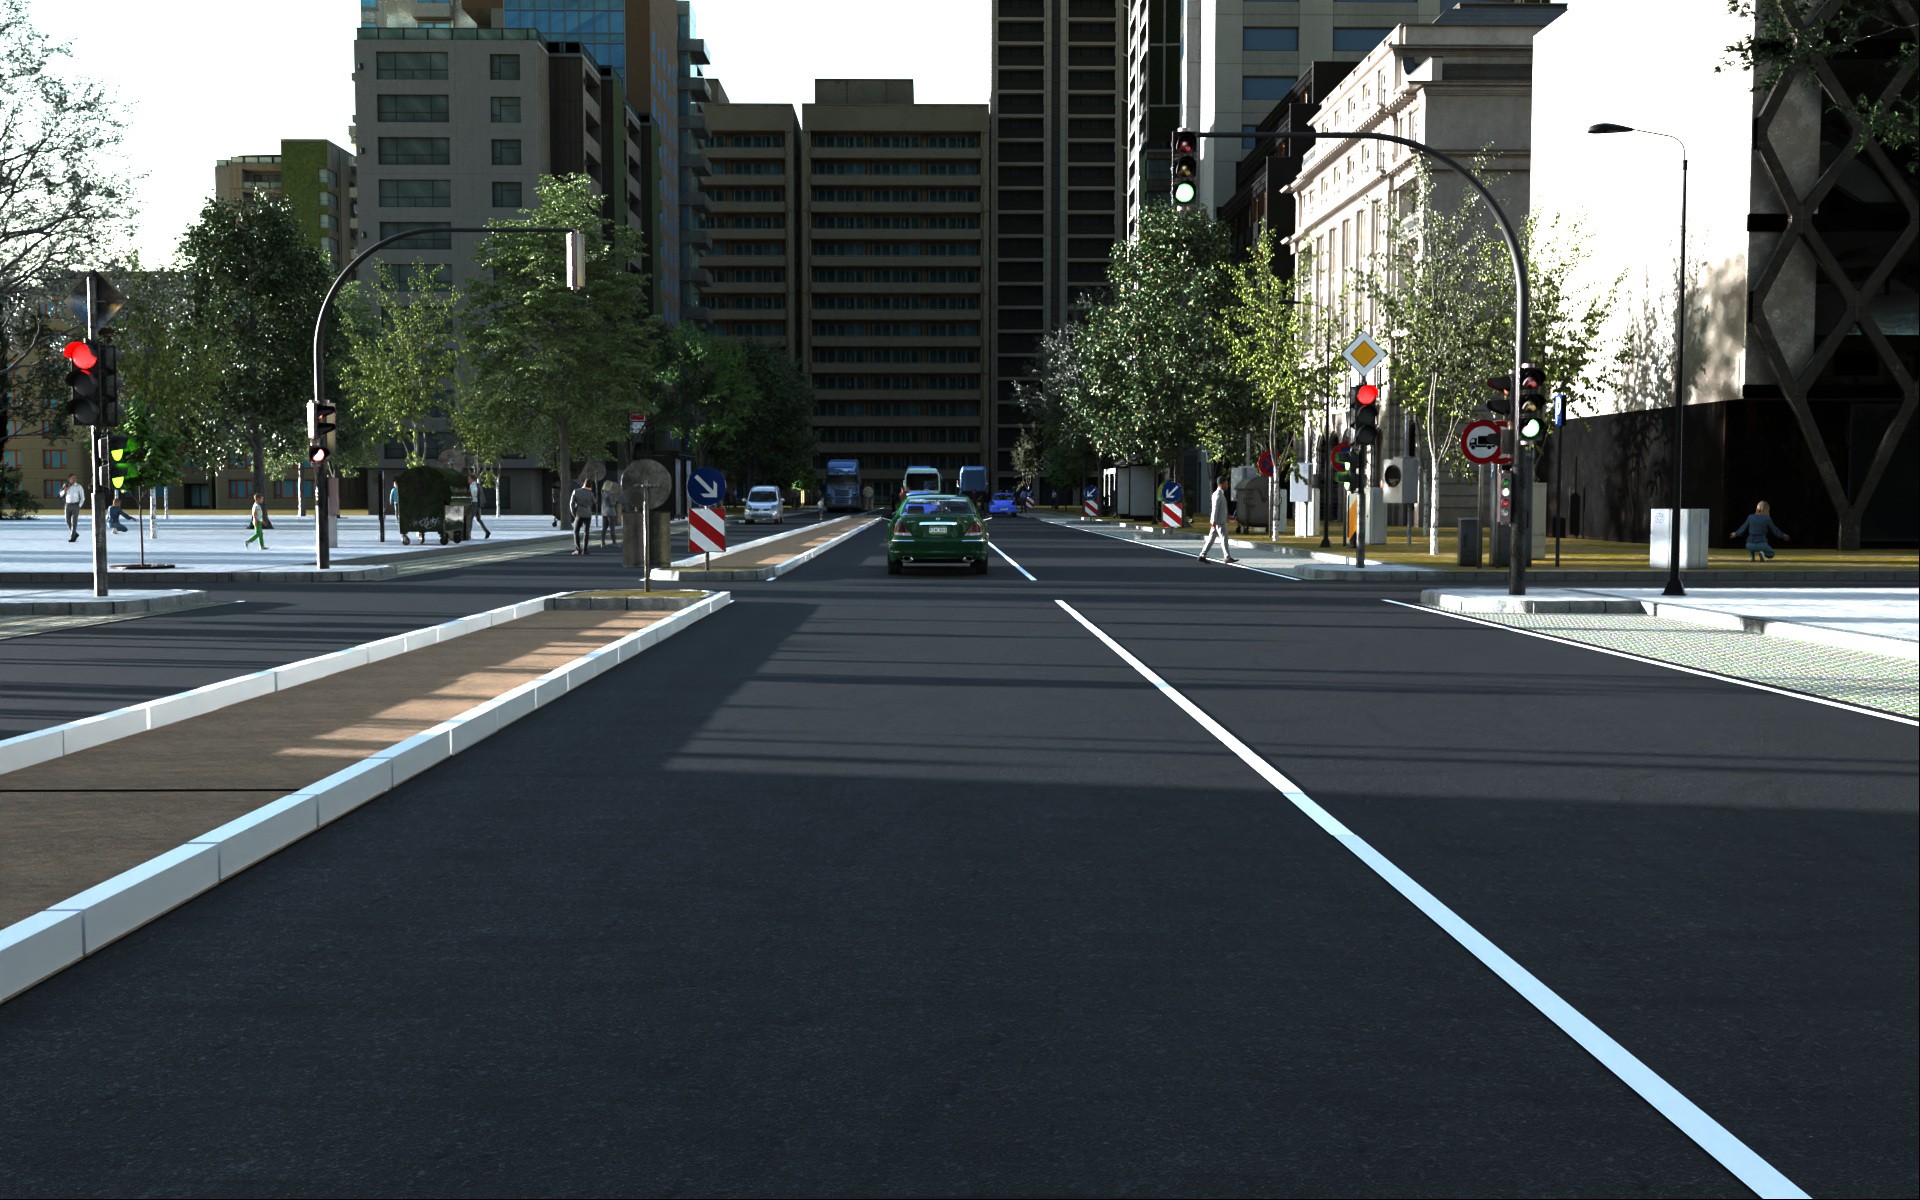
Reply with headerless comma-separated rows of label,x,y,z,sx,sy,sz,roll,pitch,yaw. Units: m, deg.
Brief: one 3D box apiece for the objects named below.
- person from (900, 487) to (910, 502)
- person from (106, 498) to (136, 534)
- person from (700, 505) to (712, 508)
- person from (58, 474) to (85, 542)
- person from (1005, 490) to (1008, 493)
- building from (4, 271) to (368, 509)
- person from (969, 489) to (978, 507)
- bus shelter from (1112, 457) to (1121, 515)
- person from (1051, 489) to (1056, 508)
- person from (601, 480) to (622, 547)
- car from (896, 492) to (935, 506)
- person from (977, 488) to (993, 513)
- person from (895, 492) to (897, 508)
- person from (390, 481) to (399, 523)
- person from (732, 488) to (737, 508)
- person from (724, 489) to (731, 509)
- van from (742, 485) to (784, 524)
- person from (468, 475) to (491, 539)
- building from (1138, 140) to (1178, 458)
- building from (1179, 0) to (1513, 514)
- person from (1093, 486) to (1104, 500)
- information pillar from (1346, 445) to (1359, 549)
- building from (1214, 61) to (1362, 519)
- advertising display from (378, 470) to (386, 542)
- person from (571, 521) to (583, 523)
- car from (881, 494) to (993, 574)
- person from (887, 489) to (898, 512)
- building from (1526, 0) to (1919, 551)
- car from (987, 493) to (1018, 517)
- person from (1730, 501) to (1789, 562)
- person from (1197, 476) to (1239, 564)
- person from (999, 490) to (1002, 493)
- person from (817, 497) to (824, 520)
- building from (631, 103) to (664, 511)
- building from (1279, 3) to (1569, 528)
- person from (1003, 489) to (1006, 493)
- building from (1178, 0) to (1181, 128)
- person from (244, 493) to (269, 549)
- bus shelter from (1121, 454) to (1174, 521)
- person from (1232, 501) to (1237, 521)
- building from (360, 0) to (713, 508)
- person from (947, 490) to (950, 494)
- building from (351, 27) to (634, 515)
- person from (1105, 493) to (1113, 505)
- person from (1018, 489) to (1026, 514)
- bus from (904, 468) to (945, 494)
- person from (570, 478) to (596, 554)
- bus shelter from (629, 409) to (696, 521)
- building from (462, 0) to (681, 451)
person,-2.955,-5.261,94.487,0.573,1.828,0.580,3,5,42
person,-27.229,-2.711,55.871,1.012,1.151,0.738,1,4,16
person,-10.538,-3.832,71.554,0.834,1.777,0.661,-2,4,-34
person,-23.805,-2.462,46.397,0.679,1.850,0.850,0,4,-7
person,3.580,-7.739,135.767,0.721,1.736,1.217,-1,4,-20
building,-68.464,-19.189,158.775,28.899,21.520,27.650,0,4,-1
person,0.846,-6.597,116.804,0.683,1.767,0.568,-2,4,-30
bus shelter,8.885,-5.678,86.758,2.014,3.302,5.546,0,4,-1
person,8.580,-9.294,158.930,0.436,1.711,0.756,-1,4,-20
person,-9.413,-2.319,46.594,0.526,1.800,0.537,-2,4,-27
car,-1.496,-3.469,66.313,1.945,1.707,3.694,0,4,-2
person,1.732,-6.303,111.564,1.348,1.822,0.705,0,4,-3
person,-6.603,-10.202,176.778,0.415,1.643,0.593,-1,4,-10
person,-24.784,-4.302,76.251,0.638,1.841,0.748,0,4,1
person,-21.274,-9.584,162.605,0.599,1.838,0.709,1,4,8
person,-20.510,-8.920,152.811,0.541,1.710,0.530,0,4,-4
van,-9.423,-4.668,83.328,2.013,2.044,4.112,0,4,-2
person,-13.771,-2.637,49.252,0.850,1.850,0.679,0,4,7
building,21.646,-22.796,144.419,14.160,30.474,14.107,0,4,-1
building,26.049,-35.450,121.612,21.231,58.520,28.212,0,4,-1
person,9.406,-6.942,119.633,1.348,1.812,0.705,2,4,23
information pillar,9.323,-3.022,40.765,0.183,3.616,0.504,-1,4,-18
building,21.768,-16.362,97.188,12.332,23.373,15.834,0,4,-1
advertising display,-15.514,-2.524,46.478,0.123,1.923,0.974,-1,4,-15
person,-17.090,-4.372,77.326,0.655,1.846,0.447,2,4,24
car,-0.428,-1.263,32.444,2.131,1.459,4.920,0,4,-1
person,-5.373,-8.000,139.434,0.705,1.807,1.348,2,4,32
building,26.063,-10.872,45.202,16.811,18.784,16.820,0,4,-1
car,2.691,-6.077,108.955,1.945,1.707,3.694,0,3,0
person,15.130,-1.308,32.920,1.012,1.151,0.738,3,5,42
person,5.321,-1.644,35.647,0.850,1.792,0.678,0,4,2
person,3.147,-7.865,137.642,0.434,1.755,0.990,2,4,34
person,-7.768,-5.108,96.695,0.352,1.250,0.332,-3,5,-40
building,-29.608,-21.640,125.508,14.160,30.474,14.107,0,4,-1
building,23.226,-14.407,77.349,13.314,21.916,24.055,0,4,-1
person,4.113,-9.351,161.013,1.348,1.869,0.705,-3,5,-41
building,24.759,-44.188,160.717,20.563,71.187,20.611,0,4,-1
person,-16.266,-1.818,40.022,0.590,1.304,0.306,-3,5,-44
bus shelter,8.881,-5.274,80.154,2.014,3.302,5.546,0,4,-1
person,13.205,-4.621,81.936,0.721,1.781,0.623,-1,4,-10
building,-38.717,-33.045,159.894,30.456,49.044,23.786,0,4,-1
person,-0.919,-9.072,157.281,0.683,1.767,0.568,-3,5,-42
building,-29.599,-20.778,111.424,14.160,30.474,14.107,0,4,-1
person,13.593,-9.186,159.497,1.065,1.426,0.557,2,4,28
person,4.549,-7.254,126.968,0.709,1.838,0.599,-3,5,-39
bus,-2.637,-8.230,129.413,2.948,3.499,13.247,0,4,0
person,-8.972,-1.989,41.207,0.592,1.802,0.473,0,4,4
bus shelter,-14.591,-6.549,84.708,2.179,5.291,8.768,0,4,-1
building,-30.557,-29.919,139.286,14.600,45.320,14.200,0,4,-1
